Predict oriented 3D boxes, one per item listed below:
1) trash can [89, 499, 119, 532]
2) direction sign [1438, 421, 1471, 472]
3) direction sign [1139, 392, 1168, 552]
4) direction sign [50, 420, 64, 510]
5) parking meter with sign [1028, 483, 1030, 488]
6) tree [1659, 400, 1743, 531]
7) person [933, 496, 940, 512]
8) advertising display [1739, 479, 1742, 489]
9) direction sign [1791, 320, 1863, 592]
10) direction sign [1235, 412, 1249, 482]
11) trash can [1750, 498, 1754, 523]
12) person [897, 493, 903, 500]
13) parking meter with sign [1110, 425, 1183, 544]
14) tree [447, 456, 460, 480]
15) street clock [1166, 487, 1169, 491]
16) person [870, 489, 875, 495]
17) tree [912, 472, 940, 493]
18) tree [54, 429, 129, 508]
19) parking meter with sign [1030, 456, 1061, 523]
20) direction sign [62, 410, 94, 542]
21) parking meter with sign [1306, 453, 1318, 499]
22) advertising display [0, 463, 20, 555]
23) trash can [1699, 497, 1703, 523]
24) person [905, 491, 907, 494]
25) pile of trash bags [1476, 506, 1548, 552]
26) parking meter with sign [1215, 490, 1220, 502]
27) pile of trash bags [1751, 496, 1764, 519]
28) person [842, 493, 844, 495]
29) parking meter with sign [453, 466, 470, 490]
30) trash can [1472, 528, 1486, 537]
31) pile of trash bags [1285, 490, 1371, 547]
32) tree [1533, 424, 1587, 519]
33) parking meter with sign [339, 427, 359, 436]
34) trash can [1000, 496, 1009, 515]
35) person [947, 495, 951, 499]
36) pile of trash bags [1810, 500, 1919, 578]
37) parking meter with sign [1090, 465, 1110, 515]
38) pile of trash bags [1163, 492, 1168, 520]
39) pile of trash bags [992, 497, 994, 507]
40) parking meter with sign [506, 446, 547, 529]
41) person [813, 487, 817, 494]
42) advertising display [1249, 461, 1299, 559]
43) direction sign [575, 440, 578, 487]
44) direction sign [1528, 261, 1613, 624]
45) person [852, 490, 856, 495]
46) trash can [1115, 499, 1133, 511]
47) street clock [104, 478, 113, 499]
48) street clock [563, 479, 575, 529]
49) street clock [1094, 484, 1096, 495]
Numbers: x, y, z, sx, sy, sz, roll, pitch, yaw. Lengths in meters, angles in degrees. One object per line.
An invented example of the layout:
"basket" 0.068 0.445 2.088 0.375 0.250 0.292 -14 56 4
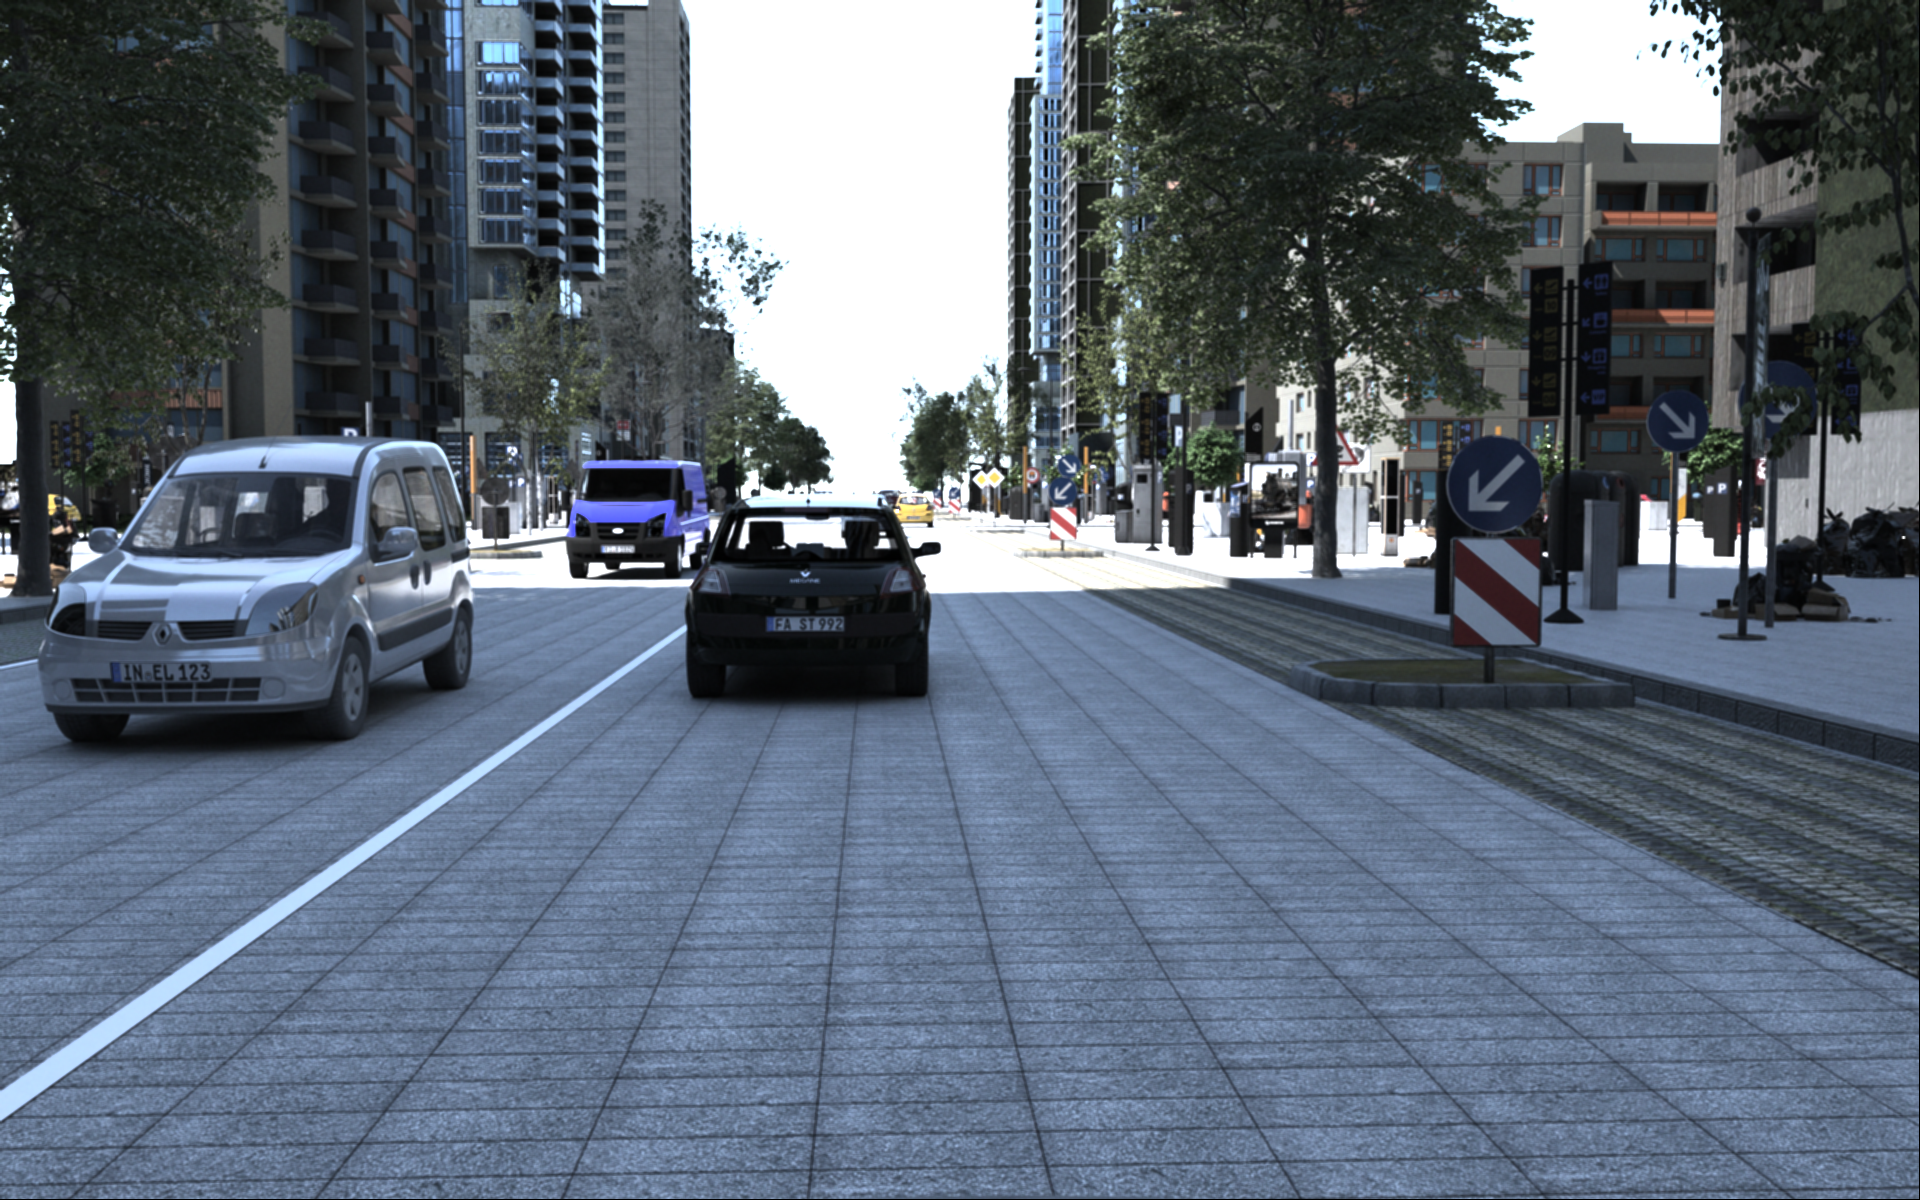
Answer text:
"trash can" -23.738 -2.227 48.066 0.748 1.137 0.748 0 3 0
"direction sign" 15.385 -3.778 53.761 0.876 3.537 0.379 1 4 22
"direction sign" 4.315 -2.857 38.713 0.876 3.537 0.379 -3 4 -39
"direction sign" -27.882 -3.777 53.751 0.379 3.537 0.876 1 4 10
"parking meter with sign" 3.825 -5.638 88.435 1.738 3.016 0.543 -1 4 -10
"tree" 26.208 -4.710 60.723 4.285 4.588 4.351 0 3 0
"person" -1.877 -7.808 137.006 0.563 1.720 0.643 -1 4 -14
"advertising display" 34.183 -4.348 76.295 0.123 1.923 0.974 0 4 -8
"direction sign" 11.377 -1.886 22.828 0.379 3.537 0.876 -3 5 -44
"direction sign" 7.949 -3.432 48.107 0.379 3.537 0.876 1 4 14
"trash can" 25.699 -2.774 57.010 0.748 1.137 0.748 0 3 0
"person" -3.622 -5.751 105.127 0.503 1.515 0.523 -2 4 -29
"parking meter with sign" 4.841 -2.954 44.564 1.738 3.016 0.543 2 4 33
"tree" -23.041 -5.009 76.498 1.663 3.219 1.824 0 3 0
"street clock" 11.596 -5.560 95.480 0.471 2.002 0.358 3 5 40
"person" -6.508 -7.521 131.651 0.590 1.801 0.661 -3 5 -39
"tree" -4.224 -16.165 248.013 4.285 4.588 4.351 0 3 0
"tree" -41.293 -6.028 82.272 4.285 4.588 4.351 0 3 0
"parking meter with sign" 3.949 -4.953 77.243 0.543 3.016 1.738 3 4 38
"direction sign" -23.734 -3.357 46.889 0.379 3.537 0.876 1 4 9
"parking meter with sign" 14.792 -4.704 73.173 0.543 3.016 1.738 1 4 14
"advertising display" -19.801 -1.907 36.400 0.974 1.923 0.123 1 4 19
"trash can" 32.819 -3.933 75.961 0.748 1.137 0.748 0 3 0
"person" -5.690 -10.505 180.976 1.217 1.735 0.721 2 4 24
"pile of trash bags" 13.219 -1.771 38.716 3.447 1.369 1.912 -1 4 -9
"parking meter with sign" 14.731 -6.227 98.077 0.543 3.016 1.738 1 4 16
"pile of trash bags" 38.005 -4.472 82.877 3.447 1.369 1.912 1 4 21
"person" -19.549 -17.189 290.344 0.445 1.727 0.742 3 5 41
"parking meter with sign" -31.219 -6.800 107.434 1.738 3.016 0.543 2 4 30
"trash can" 8.183 -0.915 26.611 0.748 1.137 0.748 0 3 0
"pile of trash bags" 8.918 -2.044 43.174 1.912 1.369 3.447 2 4 24
"tree" 16.310 -3.284 48.292 1.663 3.219 1.824 0 3 0
"parking meter with sign" -16.559 -3.022 45.667 1.738 3.016 0.543 3 4 37
"trash can" 2.641 -5.703 104.894 0.748 1.137 0.748 0 3 0
"person" -1.351 -13.522 229.460 0.709 1.838 0.599 -1 4 -18
"pile of trash bags" 15.269 -1.060 27.077 3.447 1.369 1.912 0 4 7
"parking meter with sign" 8.541 -6.617 104.455 0.543 3.016 1.738 3 5 39
"pile of trash bags" 9.902 -4.692 86.459 1.912 1.369 3.447 -1 4 -10
"pile of trash bags" 2.779 -7.863 138.309 3.447 1.369 1.912 0 4 -6
"parking meter with sign" -15.909 -4.126 63.722 0.543 3.016 1.738 1 4 23
"person" -8.902 -6.021 106.808 0.748 1.841 0.638 1 4 22
"advertising display" 6.236 -1.786 34.419 0.974 1.923 0.123 1 4 12
"direction sign" -16.120 -4.951 72.944 0.379 3.537 0.876 -1 4 -18
"direction sign" 6.045 -1.544 17.236 0.379 3.537 0.876 -3 5 -39
"person" -11.186 -10.730 183.810 0.709 1.838 0.599 -3 5 -40
"trash can" 4.465 -2.094 45.891 0.748 1.137 0.748 0 3 0
"street clock" -38.026 -4.454 77.386 0.358 2.002 0.471 0 4 -4
"street clock" -14.501 -3.654 64.315 0.358 2.002 0.471 1 4 19
"street clock" 8.404 -6.301 107.583 0.471 2.002 0.358 1 4 23
